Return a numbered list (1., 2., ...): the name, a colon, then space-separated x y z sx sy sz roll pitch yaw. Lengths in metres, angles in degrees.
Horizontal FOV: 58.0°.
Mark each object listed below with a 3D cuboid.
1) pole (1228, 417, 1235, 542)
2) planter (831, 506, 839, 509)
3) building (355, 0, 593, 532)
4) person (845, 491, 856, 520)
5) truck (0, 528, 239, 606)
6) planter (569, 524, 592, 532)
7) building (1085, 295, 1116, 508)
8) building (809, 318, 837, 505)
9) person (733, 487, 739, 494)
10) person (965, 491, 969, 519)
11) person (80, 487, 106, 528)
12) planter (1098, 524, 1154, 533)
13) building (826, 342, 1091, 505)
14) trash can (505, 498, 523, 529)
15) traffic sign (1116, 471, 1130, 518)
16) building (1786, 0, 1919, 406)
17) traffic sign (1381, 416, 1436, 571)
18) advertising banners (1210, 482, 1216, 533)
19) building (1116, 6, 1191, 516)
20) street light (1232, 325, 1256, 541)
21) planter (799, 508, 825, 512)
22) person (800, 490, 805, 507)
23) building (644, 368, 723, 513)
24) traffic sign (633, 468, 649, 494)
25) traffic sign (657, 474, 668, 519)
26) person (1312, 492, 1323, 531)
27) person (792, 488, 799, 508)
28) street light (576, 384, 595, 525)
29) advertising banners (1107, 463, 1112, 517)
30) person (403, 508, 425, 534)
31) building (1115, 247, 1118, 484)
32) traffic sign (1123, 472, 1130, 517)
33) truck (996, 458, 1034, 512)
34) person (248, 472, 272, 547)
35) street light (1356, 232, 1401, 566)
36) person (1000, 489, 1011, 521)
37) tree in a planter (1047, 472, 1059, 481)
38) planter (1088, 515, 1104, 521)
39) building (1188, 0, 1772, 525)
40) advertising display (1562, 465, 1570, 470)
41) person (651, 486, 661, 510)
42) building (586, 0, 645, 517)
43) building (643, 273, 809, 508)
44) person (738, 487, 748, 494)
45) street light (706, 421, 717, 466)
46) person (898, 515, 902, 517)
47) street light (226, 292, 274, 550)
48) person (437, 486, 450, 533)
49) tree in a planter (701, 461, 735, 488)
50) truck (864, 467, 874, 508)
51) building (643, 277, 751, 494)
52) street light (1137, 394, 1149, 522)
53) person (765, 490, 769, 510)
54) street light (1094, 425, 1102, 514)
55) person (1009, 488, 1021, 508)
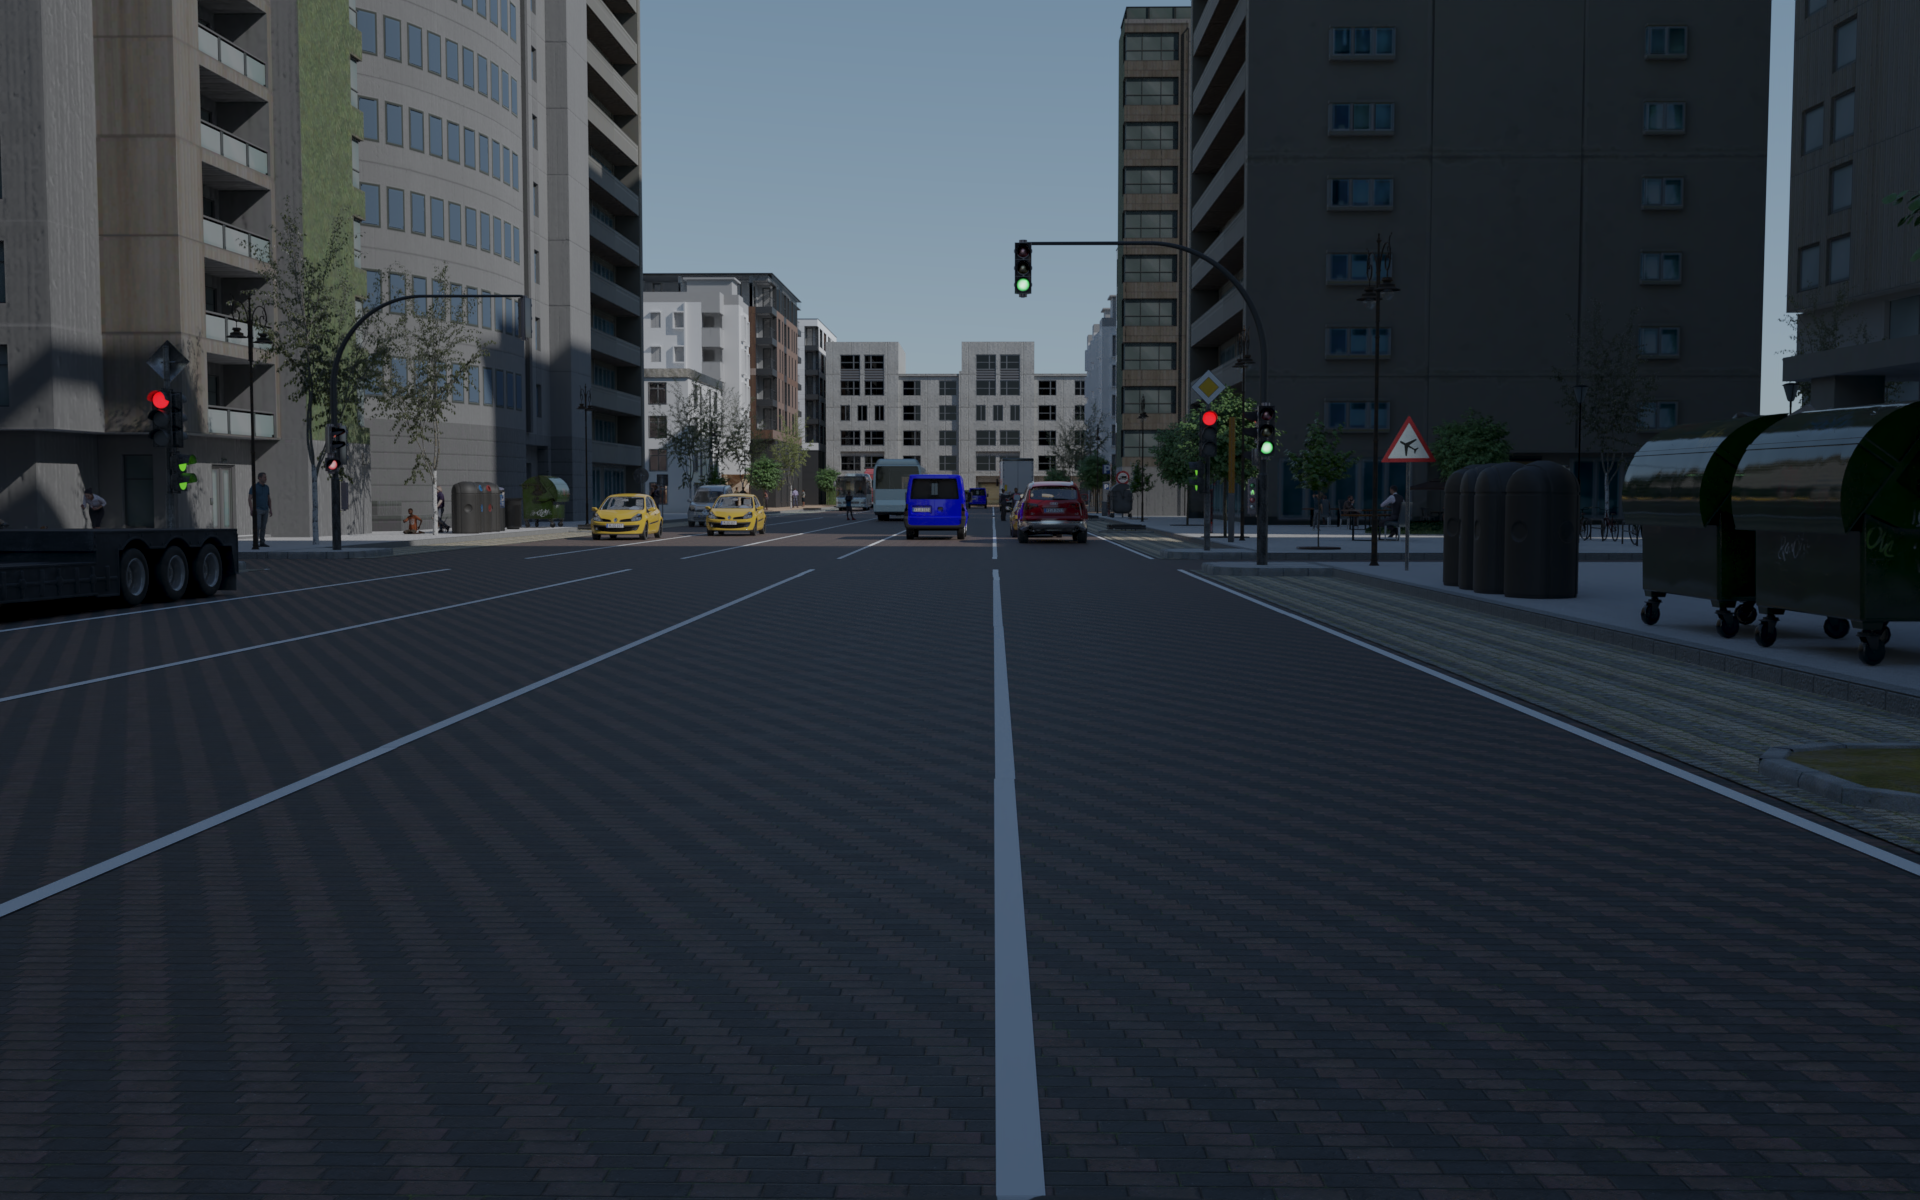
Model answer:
1. pole: 7.211 -3.188 45.974 0.158 3.312 0.155 0 3 0
2. planter: -11.537 -9.026 168.708 1.991 0.319 1.994 0 4 1
3. building: -28.721 -32.246 69.225 21.231 58.520 28.212 0 4 1
4. person: -6.052 -5.208 95.514 0.647 1.594 0.662 3 5 42
5. truck: -11.719 -1.563 15.317 2.967 4.110 18.799 0 4 1
6. planter: -13.504 -2.691 65.142 1.991 0.319 1.994 0 4 1
7. building: 20.876 -19.176 169.941 16.016 20.091 11.380 0 4 1
8. building: -32.528 -22.737 215.730 32.646 21.610 27.936 0 4 1
9. person: -16.863 -7.642 131.077 0.705 1.812 1.348 -3 5 -43
10. person: 0.338 -5.485 100.141 0.435 1.587 0.963 1 4 12
11. person: -20.560 -1.945 41.035 0.628 1.438 0.799 -3 4 -38
12. planter: 6.097 -2.621 63.996 1.991 0.319 1.994 0 4 1
13. building: 0.335 -20.970 209.318 31.486 18.905 16.747 0 4 1
14. trash can: -16.256 -3.139 62.976 0.748 1.137 0.748 0 3 0
15. traffic sign: 8.895 -5.783 94.650 0.768 2.556 0.104 1 4 8
16. building: 46.334 -28.540 55.871 27.495 52.752 28.713 0 4 1
17. traffic sign: 7.490 -1.771 28.966 0.884 2.594 0.081 1 4 10
18. advertising banners: 8.190 -3.690 56.515 0.090 3.025 2.074 1 4 17
19. building: 16.586 -20.492 106.738 14.160 30.474 14.107 0 4 1
20. street light: 7.771 -4.571 47.528 0.468 5.910 1.993 0 4 1
21. planter: -12.054 -7.371 141.648 1.991 0.319 1.994 0 4 1
22. person: -16.186 -10.470 178.014 0.721 1.735 1.217 -2 4 -23
23. building: -22.294 -11.474 129.747 9.099 9.664 28.070 0 4 1
24. traffic sign: -15.315 -5.081 83.187 0.768 2.556 0.104 0 4 5
25. traffic sign: -15.342 -5.333 89.316 0.606 2.300 0.079 0 4 6
26. person: 12.548 -3.111 60.818 0.435 1.345 0.340 2 4 26
27. person: -15.368 -9.497 161.195 0.709 1.838 0.599 -1 4 -17
28. street light: -15.691 -6.113 72.732 0.468 5.910 1.993 0 4 1
29. advertising banners: 8.369 -6.173 97.112 0.090 3.025 2.074 0 4 -1
30. person: -17.556 -2.511 55.376 0.859 0.850 0.655 1 4 16
31. building: 27.036 -18.558 147.396 27.936 21.610 32.646 0 4 1
32. traffic sign: 8.955 -5.814 95.168 0.768 2.556 0.104 0 4 6
33. truck: 4.474 -9.258 140.289 2.839 4.237 11.283 0 4 0
34. person: -16.896 -2.184 41.874 0.434 1.807 0.598 3 5 42
35. street light: 7.418 -3.551 30.844 0.468 5.910 1.993 0 4 1
36. person: 2.461 -5.099 92.670 0.742 1.727 0.445 2 4 31
37. tree in a planter: 7.556 -8.797 141.049 1.991 3.239 1.994 0 4 1
38. planter: 6.615 -4.333 91.981 1.991 0.319 1.994 0 4 1
39. building: 22.560 -27.924 80.264 21.300 48.544 21.600 0 4 1
40. advertising display: 13.218 -2.061 38.913 0.123 1.923 0.974 -3 4 -37
41. person: -15.825 -5.083 89.971 0.431 1.722 0.655 -2 4 -27
42. building: -30.137 -28.797 94.529 21.300 48.544 21.600 0 4 1
43. building: -33.321 -20.201 174.263 32.646 21.610 27.936 0 4 1
44. person: -15.120 -7.018 120.920 1.348 1.807 0.705 1 4 23
45. street light: -15.080 -8.114 105.451 0.468 5.910 1.993 0 4 1
46. person: -3.787 -5.886 108.641 0.340 1.345 0.435 -1 4 -9
47. street light: -16.291 -4.103 39.869 0.468 5.910 1.993 0 4 1
48. person: -17.094 -2.986 57.081 0.471 1.553 0.569 1 4 10
49. tree in a planter: -12.989 -5.803 92.100 1.991 3.239 1.994 0 4 1
50. truck: -8.639 -11.729 180.690 2.839 4.237 11.283 0 4 0
51. building: -26.248 -17.915 149.322 16.016 20.091 11.380 0 4 1
52. street light: 8.460 -6.569 80.186 0.468 5.910 1.993 0 4 1
53. person: -15.616 -8.055 139.210 0.415 1.643 0.593 -3 4 -39
54. street light: 9.024 -8.609 113.540 0.468 5.910 1.993 0 4 1
55. person: 2.617 -4.368 80.736 0.655 1.722 0.431 -1 4 -9
